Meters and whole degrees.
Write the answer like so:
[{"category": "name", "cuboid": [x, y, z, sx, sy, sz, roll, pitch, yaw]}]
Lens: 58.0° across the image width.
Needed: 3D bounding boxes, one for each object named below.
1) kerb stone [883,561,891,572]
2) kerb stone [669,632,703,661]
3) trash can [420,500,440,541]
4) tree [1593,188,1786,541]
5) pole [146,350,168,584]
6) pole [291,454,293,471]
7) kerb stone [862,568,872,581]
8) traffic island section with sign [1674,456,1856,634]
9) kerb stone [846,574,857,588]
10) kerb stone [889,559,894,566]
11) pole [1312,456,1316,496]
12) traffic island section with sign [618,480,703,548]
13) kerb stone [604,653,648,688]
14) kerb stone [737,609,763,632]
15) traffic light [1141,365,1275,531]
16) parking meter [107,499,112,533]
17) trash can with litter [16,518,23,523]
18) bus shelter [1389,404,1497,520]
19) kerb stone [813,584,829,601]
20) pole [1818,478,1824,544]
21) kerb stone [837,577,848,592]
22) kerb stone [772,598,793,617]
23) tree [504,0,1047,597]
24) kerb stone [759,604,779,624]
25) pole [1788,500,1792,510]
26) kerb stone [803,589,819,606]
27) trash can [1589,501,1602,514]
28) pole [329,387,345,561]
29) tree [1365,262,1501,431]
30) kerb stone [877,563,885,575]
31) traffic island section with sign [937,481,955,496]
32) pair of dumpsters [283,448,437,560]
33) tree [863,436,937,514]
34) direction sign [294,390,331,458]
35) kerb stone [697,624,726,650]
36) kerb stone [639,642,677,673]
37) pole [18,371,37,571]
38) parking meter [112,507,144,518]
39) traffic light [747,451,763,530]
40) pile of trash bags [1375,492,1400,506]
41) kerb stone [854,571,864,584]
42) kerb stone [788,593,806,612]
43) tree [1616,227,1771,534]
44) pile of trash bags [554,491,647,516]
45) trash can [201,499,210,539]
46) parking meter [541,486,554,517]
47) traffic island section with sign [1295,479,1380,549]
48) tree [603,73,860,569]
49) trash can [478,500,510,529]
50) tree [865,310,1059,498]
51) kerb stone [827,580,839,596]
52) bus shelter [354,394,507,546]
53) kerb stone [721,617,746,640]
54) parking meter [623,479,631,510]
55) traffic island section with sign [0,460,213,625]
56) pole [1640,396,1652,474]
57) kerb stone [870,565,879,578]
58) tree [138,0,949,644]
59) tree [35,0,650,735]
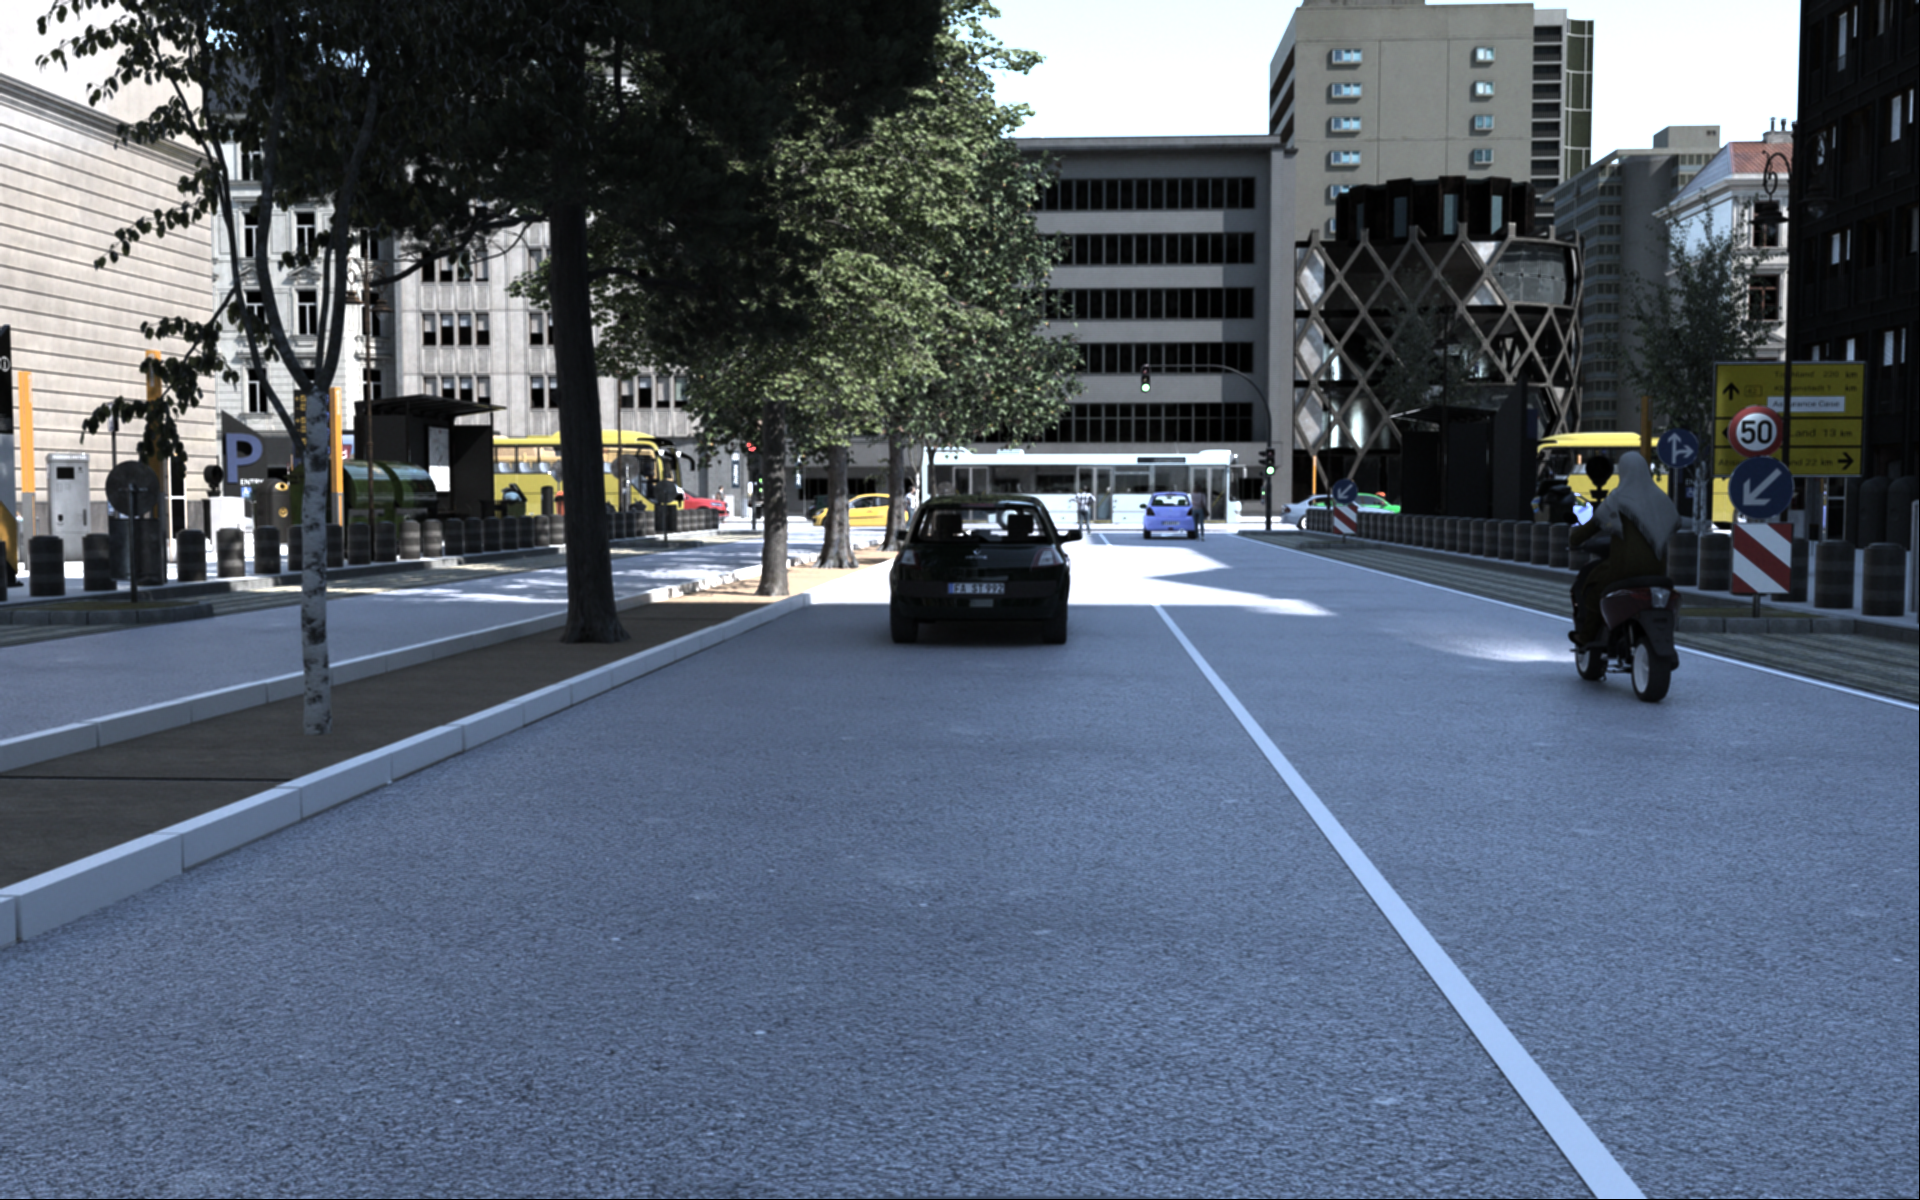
[{"category": "kerb stone", "cuboid": [-1.422, -0.580, 31.677, 0.120, 0.150, 1.000, 0, 4, 4]}, {"category": "kerb stone", "cuboid": [-2.455, 0.423, 15.280, 0.120, 0.150, 1.000, 0, 4, 4]}, {"category": "trash can", "cuboid": [-11.925, -1.642, 38.493, 0.748, 1.137, 0.748, 0, 3, 0]}, {"category": "tree", "cuboid": [17.458, -5.539, 40.930, 4.360, 8.622, 3.978, 0, 3, 0]}, {"category": "pole", "cuboid": [-11.464, -1.888, 24.707, 0.158, 3.312, 0.155, 0, 3, 0]}, {"category": "pole", "cuboid": [-34.270, -5.826, 89.095, 0.158, 3.312, 0.155, 0, 3, 0]}, {"category": "kerb stone", "cuboid": [-1.614, -0.392, 28.609, 0.120, 0.150, 1.000, 0, 4, 4]}, {"category": "traffic island section with sign", "cuboid": [8.198, -0.612, 18.634, 1.989, 1.847, 2.006, 0, 4, 4]}, {"category": "kerb stone", "cuboid": [-1.739, -0.264, 26.553, 0.120, 0.150, 1.000, 0, 4, 4]}, {"category": "kerb stone", "cuboid": [-1.358, -0.642, 32.700, 0.120, 0.150, 1.000, 0, 4, 4]}, {"category": "pole", "cuboid": [18.940, -6.043, 92.650, 0.158, 3.312, 0.155, 0, 3, 0]}, {"category": "traffic island section with sign", "cuboid": [-8.023, -2.334, 46.790, 1.989, 1.847, 2.006, 0, 4, 4]}, {"category": "kerb stone", "cuboid": [-2.584, 0.548, 13.235, 0.120, 0.150, 1.000, 0, 4, 4]}, {"category": "kerb stone", "cuboid": [-2.261, 0.235, 18.357, 0.120, 0.150, 1.000, 0, 4, 4]}, {"category": "traffic light", "cuboid": [8.721, -5.267, 60.781, 4.771, 5.953, 1.251, 0, 4, 4]}, {"category": "parking meter", "cuboid": [-18.544, -1.817, 38.113, 0.372, 1.533, 0.369, 0, 3, 0]}, {"category": "trash can with litter", "cuboid": [-16.557, -1.116, 29.637, 0.624, 1.170, 1.055, 0, 4, -6]}, {"category": "bus shelter", "cuboid": [13.375, -3.485, 48.268, 1.731, 3.624, 6.357, 0, 4, 3]}, {"category": "kerb stone", "cuboid": [-1.941, -0.077, 23.481, 0.120, 0.150, 1.000, 0, 4, 4]}, {"category": "pole", "cuboid": [16.908, -2.443, 33.789, 0.158, 3.312, 0.155, 0, 3, 0]}, {"category": "kerb stone", "cuboid": [-1.813, -0.204, 25.531, 0.120, 0.150, 1.000, 0, 4, 4]}, {"category": "kerb stone", "cuboid": [-2.137, 0.109, 20.410, 0.120, 0.150, 1.000, 0, 4, 4]}, {"category": "tree", "cuboid": [-2.684, -6.345, 24.331, 7.486, 12.596, 7.792, 0, 3, 0]}, {"category": "kerb stone", "cuboid": [-2.196, 0.175, 19.387, 0.120, 0.150, 1.000, 0, 4, 4]}, {"category": "pole", "cuboid": [15.458, -2.357, 32.381, 0.158, 3.312, 0.155, 0, 3, 0]}, {"category": "kerb stone", "cuboid": [-1.998, -0.013, 22.458, 0.120, 0.150, 1.000, 0, 4, 4]}, {"category": "trash can", "cuboid": [12.871, -1.391, 34.401, 0.748, 1.137, 0.748, 0, 3, 0]}, {"category": "pole", "cuboid": [-11.949, -2.408, 33.210, 0.158, 3.312, 0.155, 0, 3, 0]}, {"category": "tree", "cuboid": [14.676, -6.376, 54.607, 4.360, 8.622, 3.978, 0, 3, 0]}, {"category": "kerb stone", "cuboid": [-1.485, -0.515, 30.655, 0.120, 0.150, 1.000, 0, 4, 4]}, {"category": "traffic island section with sign", "cuboid": [-0.564, -3.286, 61.858, 2.006, 1.907, 1.989, 0, 4, 4]}, {"category": "pair of dumpsters", "cuboid": [-12.278, -2.024, 35.588, 1.574, 2.255, 4.437, 0, 4, 4]}, {"category": "tree", "cuboid": [-1.304, -6.036, 51.511, 4.360, 8.622, 3.978, 0, 3, 0]}, {"category": "direction sign", "cuboid": [-14.007, -2.786, 37.554, 0.876, 3.537, 0.379, 1, 4, 11]}, {"category": "kerb stone", "cuboid": [-2.389, 0.360, 16.312, 0.120, 0.150, 1.000, 0, 4, 4]}, {"category": "kerb stone", "cuboid": [-2.521, 0.485, 14.258, 0.120, 0.150, 1.000, 0, 4, 4]}, {"category": "pole", "cuboid": [-15.531, -2.141, 28.856, 0.158, 3.312, 0.155, 0, 3, 0]}, {"category": "parking meter", "cuboid": [-13.262, -1.181, 27.729, 0.372, 1.533, 0.369, 0, 3, 0]}, {"category": "traffic light", "cuboid": [-7.362, -4.464, 61.915, 0.839, 4.253, 0.868, 0, 4, 4]}, {"category": "pile of trash bags", "cuboid": [23.484, -5.029, 91.980, 1.912, 1.369, 3.447, -3, 5, -43]}, {"category": "kerb stone", "cuboid": [-1.684, -0.329, 27.580, 0.120, 0.150, 1.000, 0, 4, 4]}, {"category": "kerb stone", "cuboid": [-2.070, 0.047, 21.434, 0.120, 0.150, 1.000, 0, 4, 4]}, {"category": "tree", "cuboid": [20.732, -6.017, 48.743, 4.737, 8.622, 4.395, 0, 3, 0]}, {"category": "pile of trash bags", "cuboid": [-11.686, -2.850, 56.351, 3.447, 1.369, 1.912, 1, 4, 20]}, {"category": "trash can", "cuboid": [-21.159, -2.297, 49.214, 0.748, 1.137, 0.748, 0, 3, 0]}, {"category": "parking meter", "cuboid": [-12.984, -2.820, 54.512, 0.372, 1.533, 0.369, 0, 3, 0]}, {"category": "traffic island section with sign", "cuboid": [9.893, -2.259, 45.559, 1.989, 1.847, 2.006, 0, 4, 4]}, {"category": "tree", "cuboid": [-2.363, -6.957, 33.212, 9.611, 12.733, 9.660, 0, 3, 0]}, {"category": "trash can", "cuboid": [-11.215, -1.839, 41.721, 0.748, 1.137, 0.748, 0, 3, 0]}, {"category": "tree", "cuboid": [-0.788, -7.378, 57.500, 8.767, 10.594, 7.601, 0, 4, 4]}, {"category": "kerb stone", "cuboid": [-1.871, -0.141, 24.503, 0.120, 0.150, 1.000, 0, 4, 4]}, {"category": "bus shelter", "cuboid": [-13.296, -3.217, 43.886, 1.731, 3.624, 6.357, 0, 4, 4]}, {"category": "kerb stone", "cuboid": [-2.320, 0.305, 17.335, 0.120, 0.150, 1.000, 0, 4, 4]}, {"category": "parking meter", "cuboid": [-12.243, -3.523, 63.314, 0.399, 1.863, 0.255, 1, 4, 8]}, {"category": "traffic island section with sign", "cuboid": [-9.732, -0.681, 19.769, 1.989, 1.847, 2.006, 0, 4, 4]}, {"category": "pole", "cuboid": [14.294, -2.586, 36.131, 0.158, 3.312, 0.155, 0, 3, 0]}, {"category": "kerb stone", "cuboid": [-1.545, -0.451, 29.632, 0.120, 0.150, 1.000, 0, 4, 4]}, {"category": "tree", "cuboid": [-3.755, -6.528, 16.612, 7.806, 13.903, 7.818, 0, 3, 0]}, {"category": "tree", "cuboid": [-3.820, -3.514, 10.275, 4.360, 8.622, 3.978, 0, 3, 0]}]
